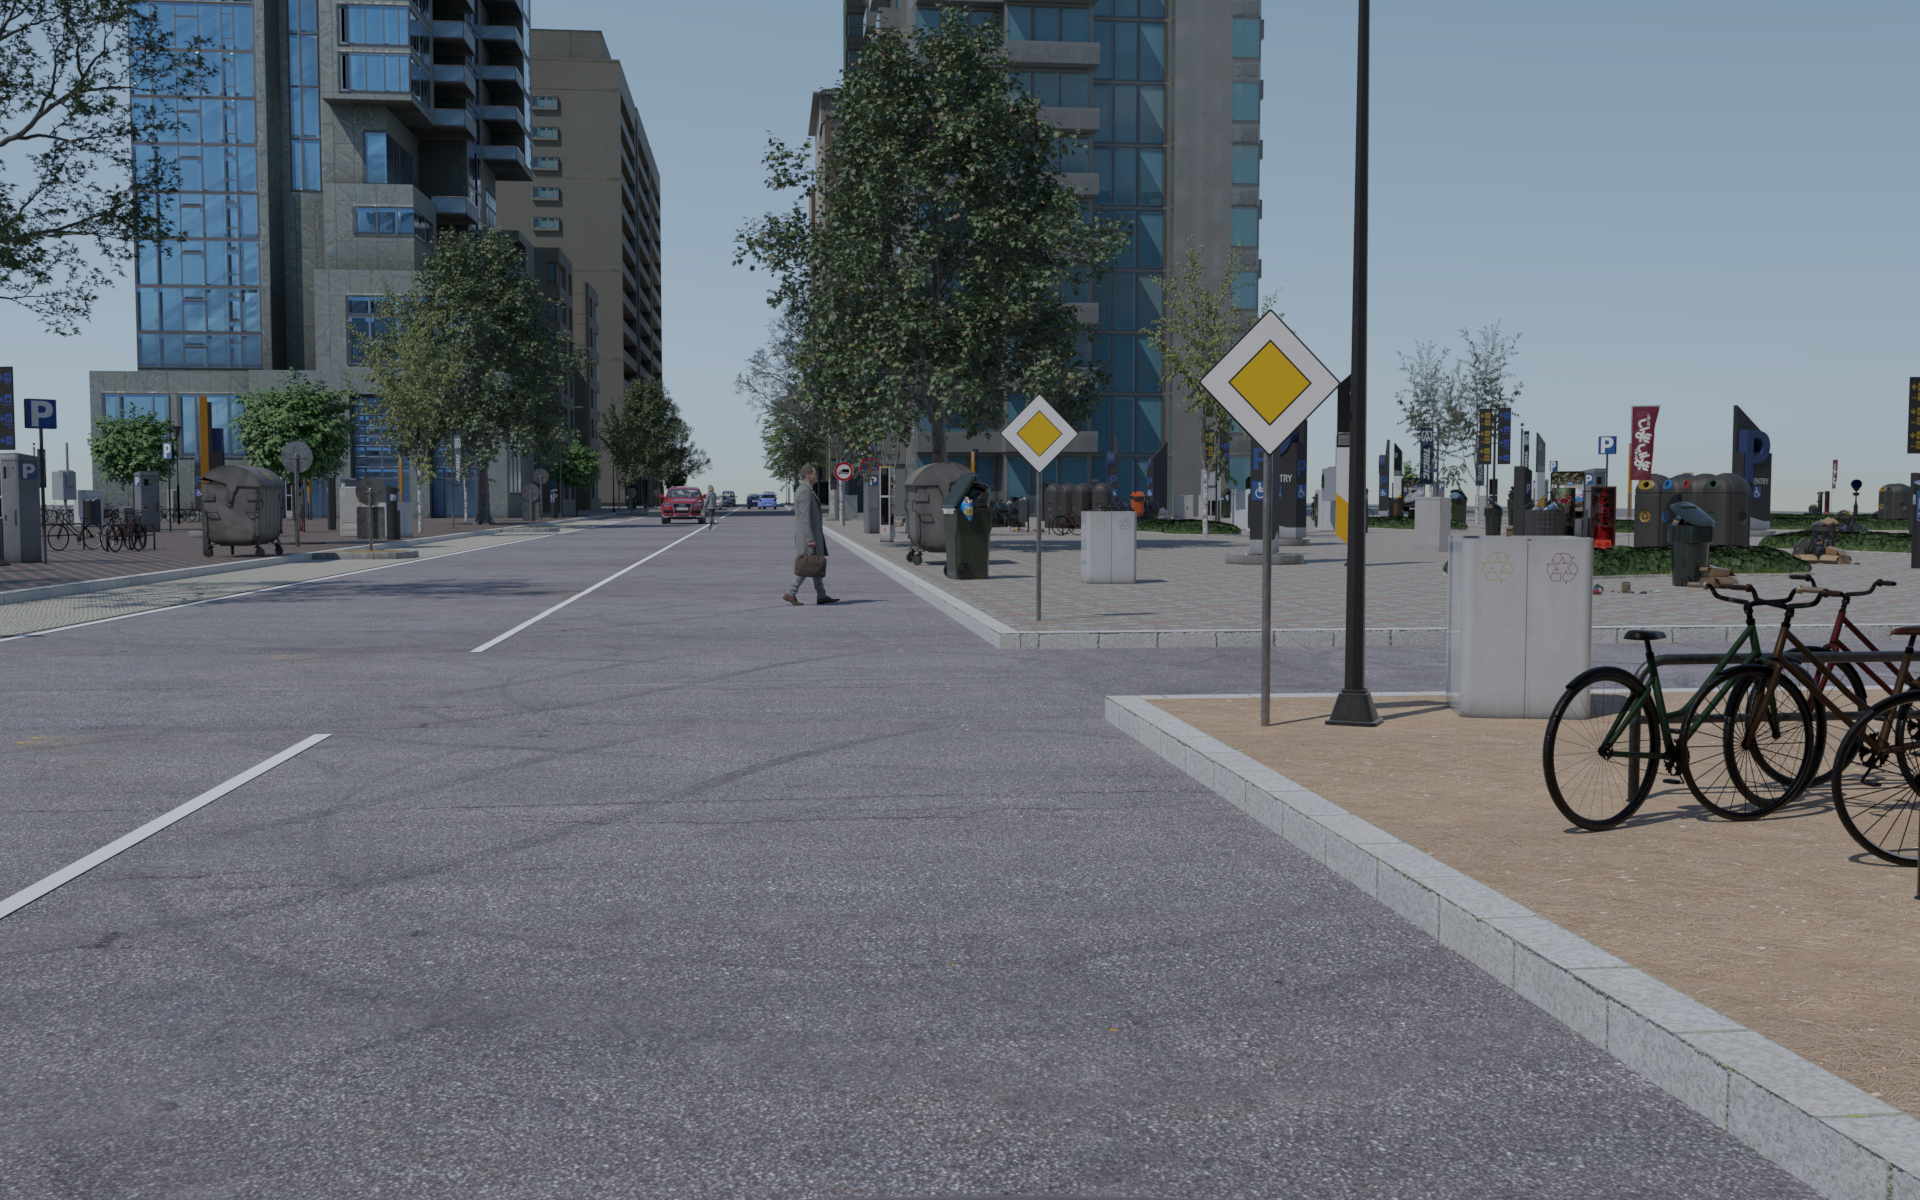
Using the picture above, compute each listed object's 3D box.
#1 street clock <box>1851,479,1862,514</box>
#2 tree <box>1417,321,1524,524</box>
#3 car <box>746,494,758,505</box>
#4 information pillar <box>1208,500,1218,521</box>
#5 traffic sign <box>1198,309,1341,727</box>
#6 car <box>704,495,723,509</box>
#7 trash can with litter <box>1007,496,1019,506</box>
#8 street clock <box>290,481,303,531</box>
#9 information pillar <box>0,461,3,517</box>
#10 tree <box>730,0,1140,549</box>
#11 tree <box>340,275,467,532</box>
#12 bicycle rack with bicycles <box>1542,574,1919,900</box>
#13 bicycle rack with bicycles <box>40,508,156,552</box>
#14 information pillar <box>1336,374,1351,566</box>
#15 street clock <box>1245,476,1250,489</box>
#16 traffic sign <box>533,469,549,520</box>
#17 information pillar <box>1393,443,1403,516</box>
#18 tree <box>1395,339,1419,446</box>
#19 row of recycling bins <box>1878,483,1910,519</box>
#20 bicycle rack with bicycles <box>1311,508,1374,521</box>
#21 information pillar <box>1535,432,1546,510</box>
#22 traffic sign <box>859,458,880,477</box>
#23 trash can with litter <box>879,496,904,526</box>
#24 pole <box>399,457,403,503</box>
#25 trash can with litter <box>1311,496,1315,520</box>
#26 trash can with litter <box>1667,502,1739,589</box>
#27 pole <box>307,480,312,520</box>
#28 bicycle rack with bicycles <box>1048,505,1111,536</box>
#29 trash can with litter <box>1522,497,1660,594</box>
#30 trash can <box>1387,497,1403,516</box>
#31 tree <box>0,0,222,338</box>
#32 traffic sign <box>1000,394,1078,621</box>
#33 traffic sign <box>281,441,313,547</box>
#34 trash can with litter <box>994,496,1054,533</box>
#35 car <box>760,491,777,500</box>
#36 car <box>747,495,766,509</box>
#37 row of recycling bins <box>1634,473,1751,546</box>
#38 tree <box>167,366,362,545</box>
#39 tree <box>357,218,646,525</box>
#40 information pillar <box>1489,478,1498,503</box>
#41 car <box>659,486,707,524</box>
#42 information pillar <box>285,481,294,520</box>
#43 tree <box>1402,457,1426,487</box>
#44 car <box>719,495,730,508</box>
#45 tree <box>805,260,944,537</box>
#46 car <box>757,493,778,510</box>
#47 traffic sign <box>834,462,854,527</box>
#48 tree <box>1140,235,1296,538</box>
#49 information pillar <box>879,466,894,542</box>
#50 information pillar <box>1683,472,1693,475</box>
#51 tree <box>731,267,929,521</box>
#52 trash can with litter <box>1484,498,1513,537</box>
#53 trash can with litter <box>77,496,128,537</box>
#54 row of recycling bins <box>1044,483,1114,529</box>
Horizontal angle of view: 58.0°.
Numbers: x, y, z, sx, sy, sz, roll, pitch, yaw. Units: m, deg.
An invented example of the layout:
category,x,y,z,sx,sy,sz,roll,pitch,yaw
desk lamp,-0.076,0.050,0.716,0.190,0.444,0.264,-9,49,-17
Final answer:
category,x,y,z,sx,sy,sz,roll,pitch,yaw
street clock,43.963,-4.918,84.980,0.471,2.002,0.358,1,4,11
tree,21.942,-7.529,73.464,4.360,8.622,3.978,0,3,0
car,-27.089,-13.363,227.287,1.959,1.807,4.718,0,4,-5
information pillar,9.601,-3.749,65.793,0.304,2.012,0.304,-1,4,-16
traffic sign,1.685,-0.359,9.514,0.795,2.450,0.064,0,4,-6
car,-23.308,-9.202,162.806,2.083,1.381,4.827,0,4,-7
trash can with litter,2.731,-4.347,82.465,0.624,1.170,1.055,2,4,33
street clock,-22.739,-3.354,59.403,0.471,2.002,0.358,-2,4,-32
information pillar,-21.328,-2.095,38.747,0.304,2.012,0.304,3,5,40
tree,-0.503,-7.550,40.449,9.611,12.733,9.660,0,3,0
tree,-18.183,-6.552,57.482,4.737,8.622,4.395,0,3,0
bicycle rack with bicycles,3.624,0.418,6.556,2.925,0.926,2.852,0,4,-7
bicycle rack with bicycles,-19.427,-1.588,39.340,2.852,0.926,2.925,1,4,9
information pillar,6.947,-2.411,30.772,0.504,3.616,0.183,1,4,19
street clock,11.754,-3.998,69.931,0.471,2.002,0.358,0,4,4
traffic sign,-20.988,-5.299,86.749,0.768,2.556,0.104,0,4,-4
information pillar,20.025,-5.376,79.254,0.183,3.616,0.504,-2,4,-30
tree,22.355,-8.036,81.748,4.360,8.622,3.978,0,3,0
row of recycling bins,36.325,-3.677,67.225,1.069,1.692,3.534,2,4,23
bicycle rack with bicycles,17.584,-4.068,79.889,2.925,0.926,2.852,0,4,7
information pillar,22.096,-4.565,65.985,0.504,3.616,0.183,-2,4,-35
traffic sign,-3.023,-3.559,58.302,0.768,2.556,0.104,0,4,-5
trash can with litter,-2.743,-3.517,68.565,2.233,1.210,1.678,-3,5,-42
pole,-28.638,-5.804,88.746,0.158,3.312,0.155,0,3,0
trash can with litter,17.803,-4.518,85.258,0.624,1.170,1.055,-3,4,-36
trash can with litter,10.295,-0.765,23.901,0.624,1.170,1.055,-1,4,-22
pole,-32.527,-5.672,86.584,0.158,3.312,0.155,0,3,0
bicycle rack with bicycles,4.056,-2.512,54.451,2.925,0.926,2.852,-1,4,-10
trash can with litter,7.995,-0.699,22.485,2.233,1.210,1.678,0,4,7
trash can,18.636,-3.816,74.042,0.748,1.137,0.748,0,3,0
tree,-13.665,-5.353,21.939,8.767,10.594,7.601,-1,4,-15
traffic sign,0.793,-0.844,17.449,0.795,2.450,0.064,0,4,-6
traffic sign,-15.931,-2.539,41.612,0.768,2.556,0.104,0,4,1
trash can with litter,2.283,-2.859,57.801,1.678,1.210,2.233,-2,4,-35
car,-25.827,-13.776,233.915,2.281,1.827,5.304,0,4,-7
car,-19.343,-9.315,164.873,1.945,1.354,3.894,0,4,-5
row of recycling bins,14.817,-1.711,35.093,1.069,1.692,3.534,0,4,-6
tree,-17.033,-3.720,44.535,4.285,4.588,4.351,0,3,0
tree,-20.047,-9.504,72.405,9.611,12.733,9.660,0,3,0
information pillar,25.129,-4.718,81.625,0.304,2.012,0.304,-2,4,-27
car,-13.361,-4.599,83.872,2.281,1.827,5.304,0,4,-7
information pillar,-32.909,-4.925,85.022,0.304,2.012,0.304,-1,4,-8
tree,23.037,-5.778,89.065,1.663,3.219,1.824,0,3,0
car,-25.567,-10.542,184.946,1.945,1.354,3.894,0,4,-7
tree,-1.887,-6.181,51.419,4.360,8.622,3.978,0,3,0
car,-17.854,-9.224,160.395,1.945,1.707,3.694,0,4,-8
traffic sign,-4.582,-4.178,68.418,0.768,2.556,0.104,0,4,0
tree,7.372,-6.099,50.077,4.737,8.622,4.395,0,3,0
information pillar,-1.950,-2.547,46.129,0.304,2.012,0.304,1,4,18
information pillar,24.689,-3.321,58.792,0.304,2.012,0.304,2,4,32
tree,-5.742,-10.591,83.538,12.009,13.543,11.850,0,3,0
trash can with litter,16.417,-2.513,52.469,1.055,1.170,0.624,2,4,24
trash can with litter,-26.107,-2.564,52.987,1.678,1.210,2.233,3,4,37
row of recycling bins,4.387,-3.501,64.355,1.069,1.692,3.534,-3,4,-36
